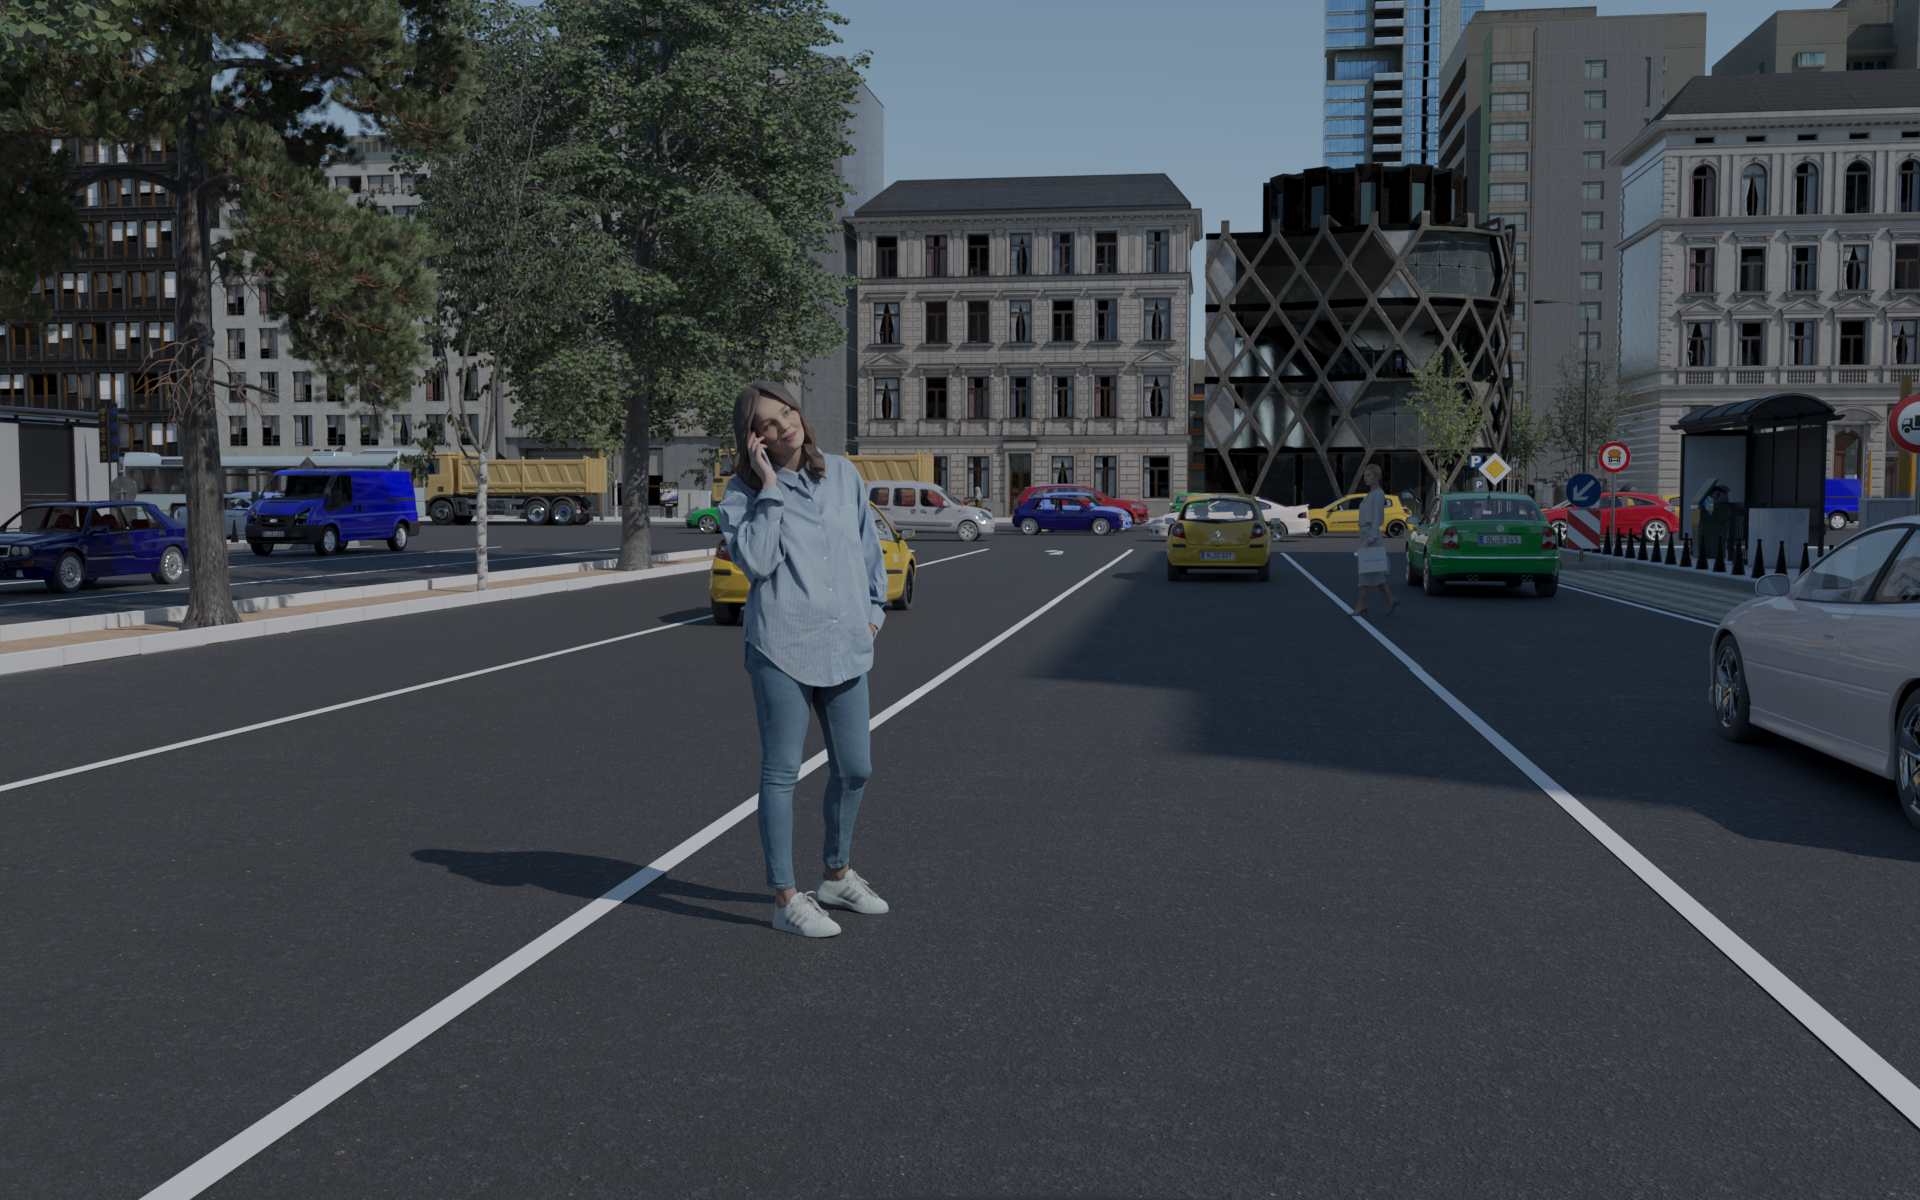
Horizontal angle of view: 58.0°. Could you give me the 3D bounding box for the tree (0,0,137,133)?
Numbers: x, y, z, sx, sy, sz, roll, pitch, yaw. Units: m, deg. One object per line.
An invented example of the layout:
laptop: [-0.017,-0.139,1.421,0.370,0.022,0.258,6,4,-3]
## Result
tree: [-9.165,-6.150,9.666,9.857,13.997,8.962,0,3,0]

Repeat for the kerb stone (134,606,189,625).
kerb stone: [-8.945,0.180,19.260,0.120,0.150,1.000,1,4,8]

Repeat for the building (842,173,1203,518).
building: [3.918,-14.270,97.941,19.286,19.102,10.561,1,4,8]

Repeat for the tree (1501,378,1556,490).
tree: [35.082,-9.674,108.540,4.737,8.622,4.395,0,3,0]

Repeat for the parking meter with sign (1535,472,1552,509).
parking meter with sign: [45.819,-8.494,135.139,1.738,3.016,0.543,1,4,14]

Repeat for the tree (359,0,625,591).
tree: [-6.867,-4.412,24.956,4.360,8.622,3.978,0,3,0]

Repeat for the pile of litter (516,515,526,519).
pile of litter: [-22.126,-4.570,88.689,1.719,0.858,1.176,3,5,44]

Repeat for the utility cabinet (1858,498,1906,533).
utility cabinet: [14.412,-0.950,26.694,1.020,1.237,0.306,0,3,0]

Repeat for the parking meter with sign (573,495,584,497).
parking meter with sign: [-20.773,-5.994,94.255,0.543,3.016,1.738,0,4,7]

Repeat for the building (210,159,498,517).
building: [-33.827,-15.204,103.335,16.860,20.320,10.420,1,4,8]

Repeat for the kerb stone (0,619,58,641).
kerb stone: [-9.244,0.304,17.222,0.120,0.150,1.000,1,4,8]

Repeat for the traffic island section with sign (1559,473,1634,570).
traffic island section with sign: [11.710,-1.510,33.309,1.989,1.847,2.006,1,4,8]

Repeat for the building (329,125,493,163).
building: [-50.150,-29.973,181.936,23.993,40.220,32.217,1,4,8]

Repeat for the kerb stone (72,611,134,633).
kerb stone: [-9.091,0.242,18.243,0.120,0.150,1.000,1,4,8]

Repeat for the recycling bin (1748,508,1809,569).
recycling bin: [14.232,-1.075,30.126,0.722,1.027,0.722,0,4,-4]

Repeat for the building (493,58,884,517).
building: [-15.341,-17.343,101.575,19.932,24.808,12.078,1,4,8]

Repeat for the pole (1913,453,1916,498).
pole: [40.757,-4.911,74.131,0.158,3.312,0.155,0,3,0]

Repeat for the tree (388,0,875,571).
tree: [-6.061,-7.513,31.947,9.857,13.997,8.962,0,3,0]

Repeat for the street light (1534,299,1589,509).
street light: [14.330,-4.202,41.240,1.470,5.913,1.316,1,4,8]

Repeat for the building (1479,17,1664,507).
building: [53.023,-28.744,153.554,14.154,41.232,14.086,1,4,8]

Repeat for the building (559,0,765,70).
building: [-25.401,-30.724,152.446,14.600,45.320,14.200,1,4,8]

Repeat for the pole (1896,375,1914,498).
pole: [16.254,-2.202,29.847,0.158,3.312,0.155,0,3,0]

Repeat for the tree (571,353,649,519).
tree: [-17.807,-8.429,88.178,4.737,8.622,4.395,0,3,0]

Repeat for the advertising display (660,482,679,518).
advertising display: [-15.384,-5.283,91.588,0.974,1.923,0.123,0,4,-3]

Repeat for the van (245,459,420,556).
van: [-15.224,-2.303,42.030,2.240,2.365,5.245,1,4,10]

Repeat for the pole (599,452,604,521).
pole: [-17.237,-5.468,83.250,0.158,3.312,0.155,0,3,0]

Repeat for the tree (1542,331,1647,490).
tree: [28.935,-7.872,79.063,4.360,8.622,3.978,0,3,0]

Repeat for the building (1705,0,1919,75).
building: [85.885,-33.215,166.764,21.600,48.544,21.300,1,4,8]

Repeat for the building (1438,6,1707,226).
building: [59.131,-33.442,170.481,21.300,48.544,21.600,1,4,8]

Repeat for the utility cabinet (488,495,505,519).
utility cabinet: [-23.615,-4.864,88.207,0.318,1.500,1.173,1,4,16]

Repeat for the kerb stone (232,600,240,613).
kerb stone: [-8.791,0.122,20.276,0.120,0.150,1.000,1,4,8]

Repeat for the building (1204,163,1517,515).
building: [22.368,-14.105,98.065,16.811,18.784,16.820,1,4,8]

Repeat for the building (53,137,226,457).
building: [-49.794,-16.963,107.018,15.834,23.373,12.332,1,4,8]

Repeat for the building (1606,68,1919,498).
building: [45.700,-16.082,91.827,19.941,23.489,11.050,1,4,8]

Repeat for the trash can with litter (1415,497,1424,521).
trash can with litter: [21.721,-4.339,82.326,0.624,1.170,1.055,3,5,41]

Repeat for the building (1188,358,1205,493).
building: [35.290,-25.584,263.345,28.899,21.520,27.650,1,4,8]

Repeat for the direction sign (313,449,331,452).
direction sign: [-32.129,-5.831,87.333,0.876,3.537,0.379,-2,4,-24]

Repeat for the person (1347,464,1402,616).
person: [4.867,-0.699,20.278,0.624,1.780,0.694,1,4,13]

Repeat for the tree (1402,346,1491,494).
tree: [24.244,-8.342,86.755,4.737,8.622,4.395,0,3,0]

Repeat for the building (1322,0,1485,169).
building: [64.992,-57.583,254.160,31.000,86.520,22.319,1,4,8]

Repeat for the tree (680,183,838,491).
tree: [-4.863,-5.284,39.206,4.360,8.622,3.978,0,3,0]

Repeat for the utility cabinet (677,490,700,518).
utility cabinet: [-14.594,-5.161,93.069,1.173,1.500,0.318,0,4,-2]

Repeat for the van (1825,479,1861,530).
van: [33.065,-3.968,69.258,5.245,2.365,2.240,0,4,8]

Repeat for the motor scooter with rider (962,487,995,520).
motor scooter with rider: [0.496,-3.987,74.146,1.986,1.779,0.876,0,4,7]

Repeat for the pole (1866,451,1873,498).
pole: [42.711,-5.352,81.351,0.158,3.312,0.155,0,3,0]

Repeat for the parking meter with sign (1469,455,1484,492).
parking meter with sign: [23.035,-4.943,77.081,0.543,3.016,1.738,1,4,10]

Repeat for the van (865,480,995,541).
van: [-0.971,-2.829,53.272,4.112,2.044,2.013,0,4,6]

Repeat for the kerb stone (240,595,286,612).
kerb stone: [-8.637,0.055,21.292,0.120,0.150,1.000,1,4,8]

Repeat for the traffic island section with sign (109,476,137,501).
traffic island section with sign: [-18.478,-1.766,37.505,1.989,1.847,2.006,1,4,8]

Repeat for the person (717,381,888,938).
person: [-0.502,0.188,5.692,0.793,1.790,0.793,1,4,23]

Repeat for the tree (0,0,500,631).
tree: [-8.033,-5.720,18.035,6.751,12.117,7.091,0,3,0]
